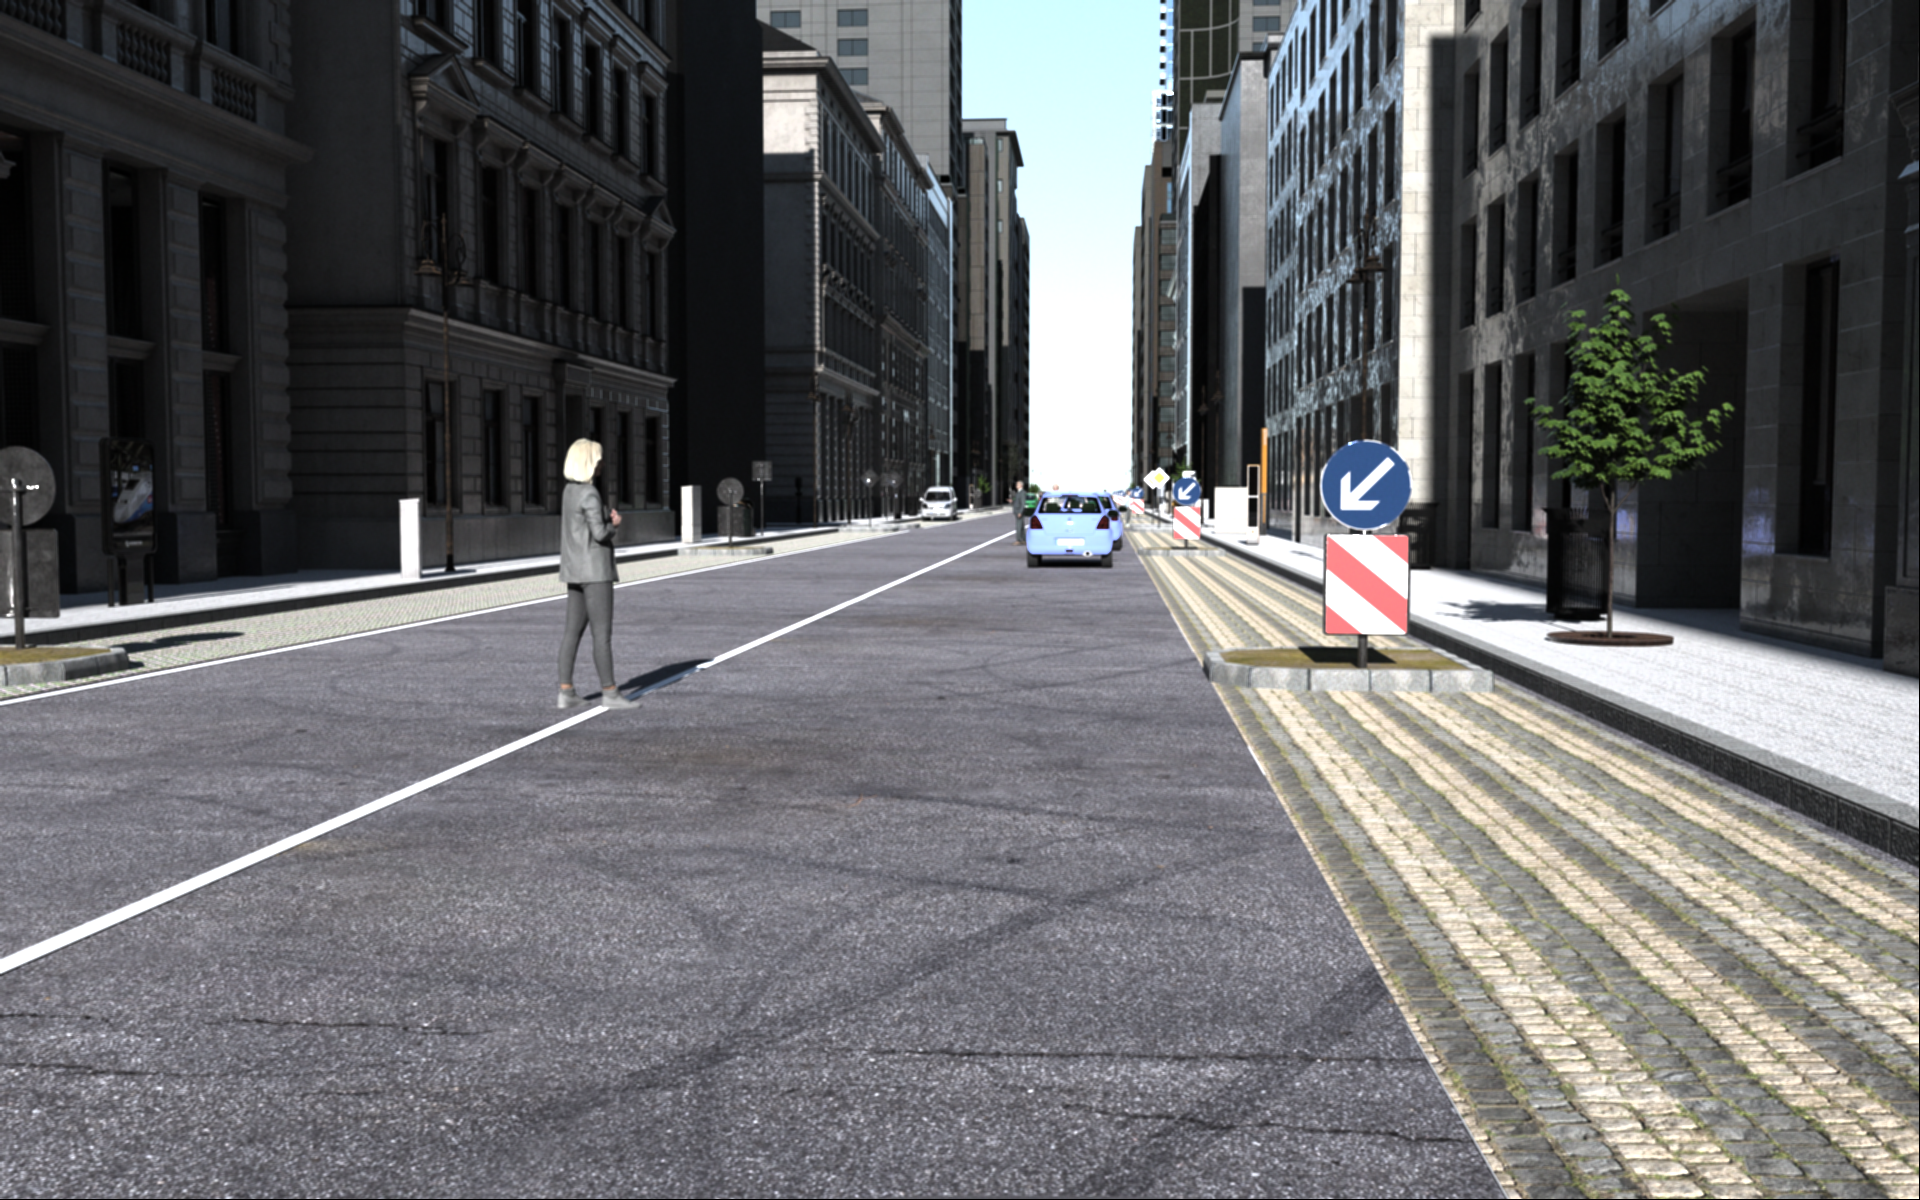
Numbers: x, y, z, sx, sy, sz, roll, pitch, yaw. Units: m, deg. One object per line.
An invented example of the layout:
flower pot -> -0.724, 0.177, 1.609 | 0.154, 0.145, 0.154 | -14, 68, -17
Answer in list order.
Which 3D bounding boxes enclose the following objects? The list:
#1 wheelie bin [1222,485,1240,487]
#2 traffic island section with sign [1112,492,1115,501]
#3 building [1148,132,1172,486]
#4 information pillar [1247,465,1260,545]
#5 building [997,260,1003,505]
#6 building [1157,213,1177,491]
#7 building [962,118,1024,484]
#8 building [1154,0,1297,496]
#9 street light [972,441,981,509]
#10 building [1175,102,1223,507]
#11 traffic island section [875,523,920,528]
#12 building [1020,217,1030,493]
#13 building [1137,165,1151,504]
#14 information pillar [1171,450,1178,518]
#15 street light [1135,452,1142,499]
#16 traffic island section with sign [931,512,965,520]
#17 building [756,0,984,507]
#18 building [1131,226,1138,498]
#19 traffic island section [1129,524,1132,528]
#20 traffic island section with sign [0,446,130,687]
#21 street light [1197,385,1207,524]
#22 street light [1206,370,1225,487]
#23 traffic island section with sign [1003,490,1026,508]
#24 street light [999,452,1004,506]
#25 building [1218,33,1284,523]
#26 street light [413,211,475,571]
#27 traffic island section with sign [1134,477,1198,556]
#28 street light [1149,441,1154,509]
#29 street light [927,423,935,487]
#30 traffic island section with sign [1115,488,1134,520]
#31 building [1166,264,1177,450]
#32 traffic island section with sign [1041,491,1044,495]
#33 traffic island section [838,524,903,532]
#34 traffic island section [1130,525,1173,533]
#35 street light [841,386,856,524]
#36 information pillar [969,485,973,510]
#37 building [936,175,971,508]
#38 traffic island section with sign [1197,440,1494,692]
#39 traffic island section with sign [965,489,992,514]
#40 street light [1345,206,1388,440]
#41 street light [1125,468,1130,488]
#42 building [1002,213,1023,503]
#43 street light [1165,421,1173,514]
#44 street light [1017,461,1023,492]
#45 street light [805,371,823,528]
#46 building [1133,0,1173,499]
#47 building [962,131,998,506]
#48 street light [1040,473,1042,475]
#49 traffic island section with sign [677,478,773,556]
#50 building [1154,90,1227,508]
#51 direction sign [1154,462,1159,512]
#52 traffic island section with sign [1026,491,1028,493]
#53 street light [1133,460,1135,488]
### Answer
wheelie bin -> 9.680, -3.292, 61.729 | 0.980, 1.594, 0.693 | -1, 4, -12
traffic island section with sign -> 11.866, -6.933, 121.979 | 1.989, 1.847, 2.006 | 0, 4, 5
building -> 30.670, -34.506, 214.284 | 14.600, 45.320, 14.200 | 0, 4, 5
information pillar -> 7.376, -2.388, 43.542 | 0.304, 2.012, 0.304 | 1, 4, 12
building -> -2.294, -26.561, 205.977 | 14.160, 30.474, 14.107 | 0, 4, 5
building -> 27.495, -24.946, 179.576 | 14.160, 30.474, 14.107 | 0, 4, 5
building -> -5.751, -40.272, 247.683 | 28.713, 52.752, 27.495 | 0, 4, 5
building -> 32.344, -46.310, 195.424 | 20.563, 71.187, 20.611 | 0, 4, 5
street light -> 1.561, -10.873, 150.568 | 0.468, 5.910, 1.993 | 0, 4, 5
building -> 20.750, -18.132, 114.483 | 12.078, 24.808, 19.932 | 0, 4, 5
traffic island section -> -2.795, -3.163, 74.000 | 2.009, 0.180, 2.903 | 0, 4, 5
building -> 0.416, -40.541, 286.548 | 21.300, 48.544, 21.600 | 0, 4, 5
building -> 36.080, -37.768, 241.205 | 21.300, 48.544, 21.600 | 0, 4, 5
information pillar -> 11.497, -6.194, 92.624 | 0.183, 3.616, 0.504 | 3, 4, 36
street light -> 19.407, -13.053, 186.203 | 0.468, 5.910, 1.993 | 0, 4, 5
traffic island section with sign -> -0.911, -5.392, 96.786 | 1.989, 1.847, 2.006 | 0, 4, 5
building -> -8.127, -44.928, 172.821 | 20.563, 71.187, 20.611 | 0, 4, 5
building -> 40.074, -40.982, 293.749 | 21.300, 48.544, 21.600 | 0, 4, 5
traffic island section -> 8.159, -3.108, 73.098 | 2.009, 0.180, 2.903 | 0, 4, 5
traffic island section with sign -> -7.758, -0.305, 13.613 | 1.989, 1.847, 2.006 | 0, 4, 5
street light -> 10.298, -6.159, 73.480 | 0.468, 5.910, 1.993 | 0, 4, 5
street light -> 9.570, -5.609, 64.491 | 0.468, 5.910, 1.993 | 0, 4, 5
traffic island section with sign -> 5.329, -10.042, 172.817 | 1.989, 1.847, 2.006 | 0, 4, 5
street light -> 4.442, -13.123, 187.343 | 0.468, 5.910, 1.993 | 0, 4, 5
building -> 27.351, -15.896, 78.969 | 30.058, 24.678, 14.314 | 0, 4, 5
street light -> -8.492, -3.418, 28.673 | 0.468, 5.910, 1.993 | 0, 4, 5
traffic island section with sign -> 5.163, -1.952, 40.543 | 1.989, 1.847, 2.006 | 0, 4, 5
street light -> 16.553, -10.807, 149.476 | 0.468, 5.910, 1.993 | 0, 4, 5
street light -> -1.785, -8.456, 111.051 | 0.468, 5.910, 1.993 | 0, 4, 5
traffic island section with sign -> 9.650, -5.290, 95.114 | 1.989, 1.847, 2.006 | 0, 4, 5
building -> 22.380, -18.337, 135.973 | 11.583, 22.565, 21.152 | 0, 4, 5
traffic island section with sign -> 14.387, -16.773, 282.860 | 1.989, 1.847, 2.006 | 0, 4, 5
traffic island section -> -3.450, -2.677, 66.042 | 2.009, 0.180, 2.903 | 0, 4, 5
traffic island section -> 7.504, -2.621, 65.140 | 2.009, 0.180, 2.903 | 0, 4, 5
street light -> -4.761, -6.207, 74.272 | 0.468, 5.910, 1.993 | 0, 4, 5
information pillar -> 0.904, -8.218, 138.854 | 0.304, 2.012, 0.304 | -1, 4, -11
building -> -6.579, -23.538, 156.552 | 14.160, 30.474, 14.107 | 0, 4, 5
traffic island section with sign -> 2.922, -0.294, 13.438 | 1.989, 1.847, 2.006 | 0, 4, 5
traffic island section with sign -> 1.277, -7.035, 123.653 | 1.989, 1.847, 2.006 | 0, 4, 5
street light -> 6.581, -3.388, 28.182 | 0.468, 5.910, 1.993 | 0, 4, 5
street light -> 26.402, -18.154, 269.610 | 0.468, 5.910, 1.993 | 0, 4, 5
building -> 2.478, -37.822, 268.500 | 14.600, 45.320, 14.200 | 0, 4, 5
street light -> 13.257, -8.379, 109.778 | 0.468, 5.910, 1.993 | 0, 4, 5
street light -> 8.319, -15.942, 233.439 | 0.468, 5.910, 1.993 | 0, 4, 5
street light -> -5.468, -5.650, 65.159 | 0.468, 5.910, 1.993 | 0, 4, 5
building -> 38.316, -58.320, 266.201 | 22.319, 86.520, 31.000 | 0, 4, 5
building -> -3.211, -31.016, 190.707 | 14.154, 41.232, 14.086 | 0, 4, 5
street light -> 14.279, -20.392, 306.198 | 0.468, 5.910, 1.993 | 0, 4, 5
traffic island section with sign -> -5.499, -1.983, 41.053 | 1.989, 1.847, 2.006 | 0, 4, 5
building -> 34.253, -28.568, 158.971 | 32.217, 40.220, 23.993 | 0, 4, 5
direction sign -> 13.989, -8.019, 123.101 | 0.379, 3.537, 0.876 | -1, 4, -12
traffic island section with sign -> 7.561, -11.701, 199.938 | 1.989, 1.847, 2.006 | 0, 4, 5
street light -> 22.567, -15.315, 223.182 | 0.468, 5.910, 1.993 | 0, 4, 5
